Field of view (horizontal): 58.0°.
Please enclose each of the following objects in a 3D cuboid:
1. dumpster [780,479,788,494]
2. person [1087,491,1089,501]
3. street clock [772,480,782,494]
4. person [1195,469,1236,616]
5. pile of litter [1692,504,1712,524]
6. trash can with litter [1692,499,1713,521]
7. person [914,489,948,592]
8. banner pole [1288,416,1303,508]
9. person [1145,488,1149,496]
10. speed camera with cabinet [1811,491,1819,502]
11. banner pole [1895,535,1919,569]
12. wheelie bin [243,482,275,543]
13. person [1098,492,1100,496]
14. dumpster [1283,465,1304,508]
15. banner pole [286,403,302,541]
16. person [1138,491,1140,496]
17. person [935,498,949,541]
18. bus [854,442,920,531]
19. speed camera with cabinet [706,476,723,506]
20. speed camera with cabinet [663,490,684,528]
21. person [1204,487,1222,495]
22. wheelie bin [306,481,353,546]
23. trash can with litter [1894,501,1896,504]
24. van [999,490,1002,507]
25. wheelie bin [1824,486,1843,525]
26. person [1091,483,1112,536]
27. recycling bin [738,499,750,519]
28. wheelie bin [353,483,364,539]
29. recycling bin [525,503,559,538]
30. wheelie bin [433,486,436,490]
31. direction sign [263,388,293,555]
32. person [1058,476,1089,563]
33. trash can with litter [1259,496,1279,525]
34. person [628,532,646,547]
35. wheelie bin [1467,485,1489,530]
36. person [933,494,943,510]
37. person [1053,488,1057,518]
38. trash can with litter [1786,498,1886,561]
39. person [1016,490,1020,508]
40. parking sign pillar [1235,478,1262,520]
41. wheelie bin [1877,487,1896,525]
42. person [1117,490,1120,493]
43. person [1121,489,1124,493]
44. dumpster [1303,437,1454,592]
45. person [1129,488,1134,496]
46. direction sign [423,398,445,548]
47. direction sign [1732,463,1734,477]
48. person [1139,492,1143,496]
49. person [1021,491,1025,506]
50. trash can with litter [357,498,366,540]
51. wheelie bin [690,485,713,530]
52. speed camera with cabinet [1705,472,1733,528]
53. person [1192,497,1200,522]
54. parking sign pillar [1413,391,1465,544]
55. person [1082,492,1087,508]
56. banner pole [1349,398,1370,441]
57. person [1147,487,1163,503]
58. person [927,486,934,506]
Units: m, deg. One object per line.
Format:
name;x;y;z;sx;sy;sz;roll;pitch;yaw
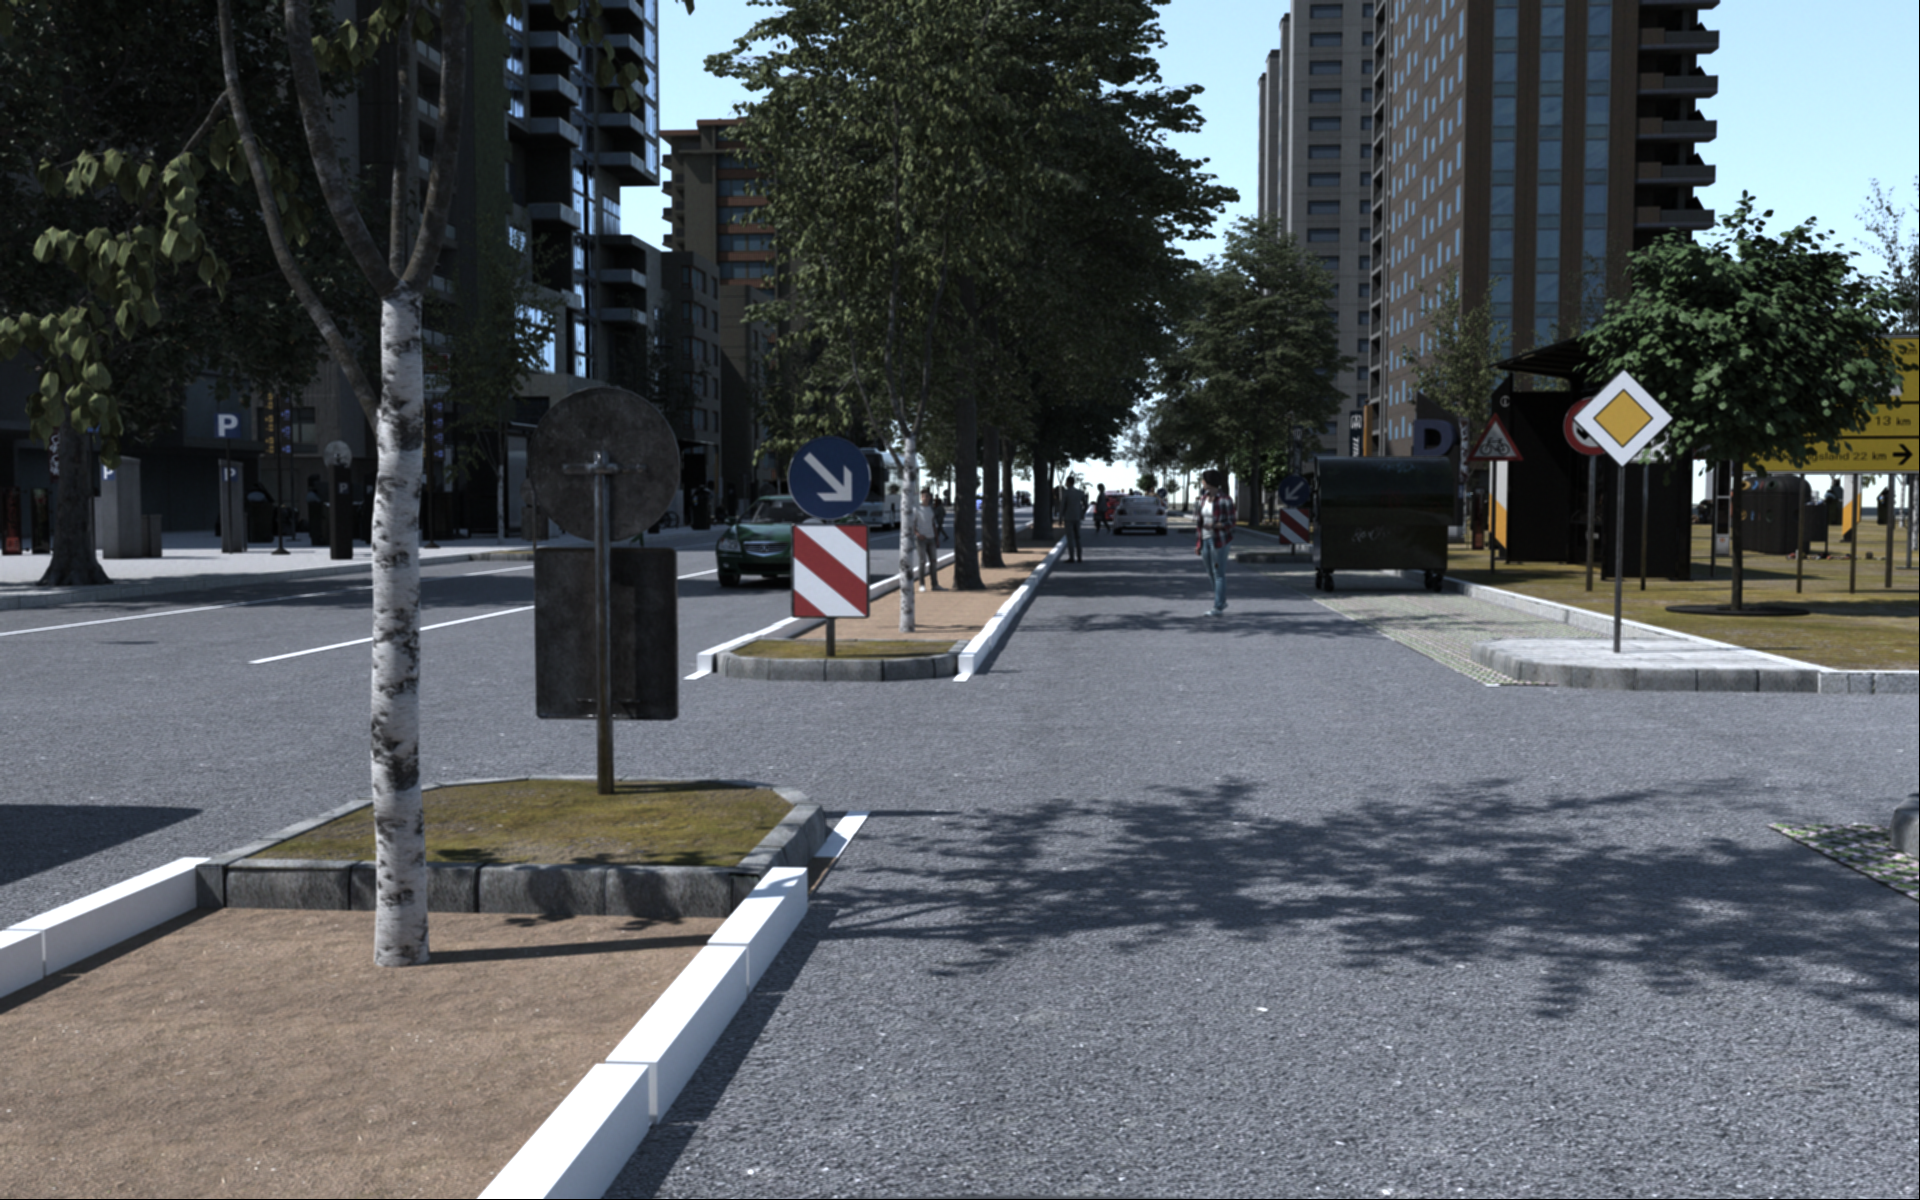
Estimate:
dumpster;-8.534;-5.264;88.565;1.502;2.255;1.985;0;4;5
person;17.859;-14.332;242.925;0.705;1.812;1.348;0;4;-6
street clock;-9.183;-5.048;87.103;0.471;2.002;0.358;-1;4;-17
person;3.039;-0.680;20.457;0.643;1.720;0.563;-2;4;-34
pile of litter;31.644;-3.646;73.573;1.176;0.858;1.719;-2;4;-30
trash can with litter;35.576;-4.384;83.066;1.055;1.170;0.624;0;4;2
person;-0.475;-0.875;25.394;0.523;1.515;0.503;2;4;25
banner pole;10.657;-3.992;55.289;0.401;3.779;0.863;-2;4;-29
person;11.278;-5.838;104.042;0.705;1.812;1.348;0;4;-2
speed camera with cabinet;39.125;-5.312;81.183;2.038;3.252;0.660;2;4;33
banner pole;16.394;-2.427;29.702;0.401;3.779;0.863;3;5;42
wheelie bin;-18.462;-2.304;45.584;0.693;1.594;0.980;-3;4;-38
person;15.735;-11.246;193.158;1.217;1.735;0.721;-3;5;-41
dumpster;11.516;-3.326;56.868;1.502;2.255;1.985;0;4;4
banner pole;-18.227;-3.500;47.248;0.401;3.779;0.863;-1;4;-19
person;21.225;-12.028;205.021;0.709;1.838;0.599;1;4;21
person;-0.612;-2.440;52.659;0.640;1.303;0.475;2;4;24
bus;-3.635;-4.617;70.354;2.948;3.499;13.247;0;4;5
speed camera with cabinet;-13.338;-5.867;90.260;2.038;3.252;0.660;2;4;31
speed camera with cabinet;-11.263;-4.442;66.964;0.660;3.252;2.038;0;4;8
person;6.507;-2.176;44.177;0.679;1.850;0.850;2;4;32
wheelie bin;-15.811;-2.150;43.068;0.693;1.594;0.980;2;4;32
trash can with litter;45.523;-4.496;84.903;0.624;1.170;1.055;2;4;30
van;3.411;-9.281;158.753;2.013;2.044;4.112;0;4;6
wheelie bin;35.888;-3.860;71.026;0.980;1.594;0.693;-2;4;-25
person;4.840;-3.083;59.082;0.728;1.800;0.709;0;4;7
recycling bin;-10.986;-4.676;89.006;0.722;1.027;0.722;-1;4;-15
wheelie bin;-17.339;-2.526;49.201;0.980;1.594;0.693;-3;5;-41
recycling bin;-12.201;-2.326;50.586;0.722;1.027;0.722;1;4;18
wheelie bin;-20.239;-3.616;67.035;0.980;1.594;0.693;-1;4;-18
direction sign;-14.448;-2.737;36.742;0.876;3.537;0.379;2;4;31
person;2.359;-1.689;36.219;0.635;1.810;0.391;-2;4;-32
trash can with litter;13.002;-3.801;73.210;1.678;1.210;2.233;1;4;15
person;-8.459;-2.001;45.467;0.590;1.304;0.306;-3;4;-37
wheelie bin;18.345;-3.265;61.296;0.980;1.594;0.693;1;4;10
person;-1.379;-5.440;100.696;1.065;1.426;0.557;-2;4;-33
person;5.698;-5.927;105.494;1.348;1.812;0.705;0;3;0
trash can with litter;17.199;-1.402;33.979;2.233;1.210;1.678;0;4;6
person;6.108;-10.653;182.689;0.705;1.822;1.348;0;4;2
parking sign pillar;14.065;-5.866;84.375;1.447;3.967;1.447;-1;4;-23
wheelie bin;38.656;-3.938;72.297;0.693;1.594;0.980;2;4;31
person;11.609;-7.228;127.461;1.217;1.735;0.721;2;4;31
person;9.765;-5.800;103.882;0.990;1.755;0.434;1;4;20
dumpster;6.182;-1.259;25.536;1.985;2.255;1.502;0;4;6
person;11.196;-6.432;113.759;0.705;1.812;1.348;-1;4;-17
direction sign;-12.520;-2.994;40.956;0.876;3.537;0.379;2;4;26
direction sign;34.309;-5.247;77.783;0.876;3.537;0.379;1;4;17
person;8.482;-4.272;80.941;0.523;1.515;0.503;2;4;31
person;7.232;-11.741;200.993;0.721;1.766;1.217;1;4;15
trash can with litter;-16.050;-2.224;47.744;1.055;1.170;0.624;-1;4;-20
wheelie bin;-9.252;-3.316;62.121;0.693;1.594;0.980;0;4;8
speed camera with cabinet;29.464;-4.400;66.270;2.038;3.252;0.660;-2;4;-26
person;11.982;-4.609;88.142;0.394;1.301;0.425;3;4;38
parking sign pillar;12.412;-3.457;44.998;1.447;3.967;1.447;3;5;39
person;11.062;-8.854;154.180;0.541;1.710;0.530;1;4;19
banner pole;10.535;-3.401;45.626;0.401;3.779;0.863;-2;4;-31
person;10.225;-5.109;92.035;1.348;1.823;0.705;2;4;31
person;-1.522;-4.653;84.775;0.606;1.804;0.583;1;4;18
